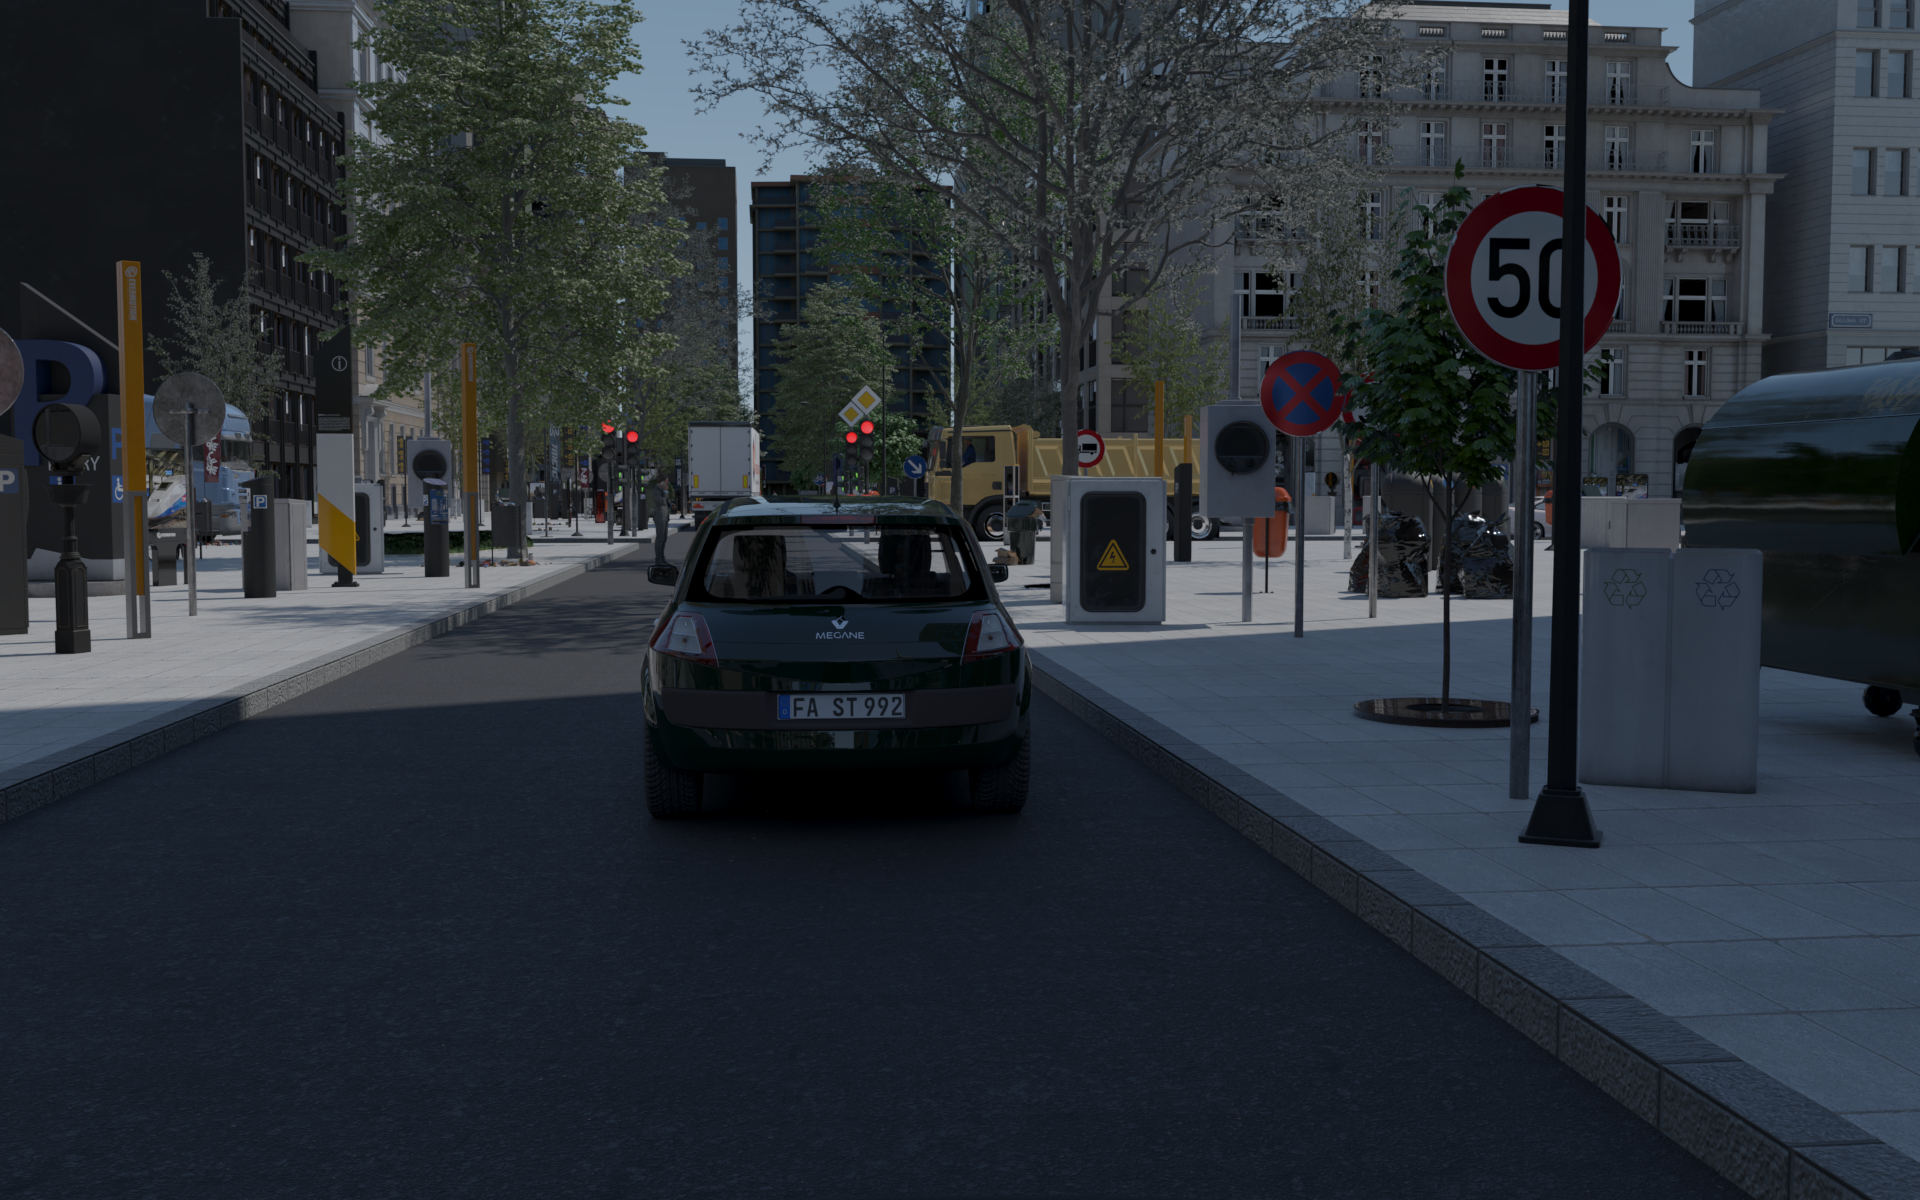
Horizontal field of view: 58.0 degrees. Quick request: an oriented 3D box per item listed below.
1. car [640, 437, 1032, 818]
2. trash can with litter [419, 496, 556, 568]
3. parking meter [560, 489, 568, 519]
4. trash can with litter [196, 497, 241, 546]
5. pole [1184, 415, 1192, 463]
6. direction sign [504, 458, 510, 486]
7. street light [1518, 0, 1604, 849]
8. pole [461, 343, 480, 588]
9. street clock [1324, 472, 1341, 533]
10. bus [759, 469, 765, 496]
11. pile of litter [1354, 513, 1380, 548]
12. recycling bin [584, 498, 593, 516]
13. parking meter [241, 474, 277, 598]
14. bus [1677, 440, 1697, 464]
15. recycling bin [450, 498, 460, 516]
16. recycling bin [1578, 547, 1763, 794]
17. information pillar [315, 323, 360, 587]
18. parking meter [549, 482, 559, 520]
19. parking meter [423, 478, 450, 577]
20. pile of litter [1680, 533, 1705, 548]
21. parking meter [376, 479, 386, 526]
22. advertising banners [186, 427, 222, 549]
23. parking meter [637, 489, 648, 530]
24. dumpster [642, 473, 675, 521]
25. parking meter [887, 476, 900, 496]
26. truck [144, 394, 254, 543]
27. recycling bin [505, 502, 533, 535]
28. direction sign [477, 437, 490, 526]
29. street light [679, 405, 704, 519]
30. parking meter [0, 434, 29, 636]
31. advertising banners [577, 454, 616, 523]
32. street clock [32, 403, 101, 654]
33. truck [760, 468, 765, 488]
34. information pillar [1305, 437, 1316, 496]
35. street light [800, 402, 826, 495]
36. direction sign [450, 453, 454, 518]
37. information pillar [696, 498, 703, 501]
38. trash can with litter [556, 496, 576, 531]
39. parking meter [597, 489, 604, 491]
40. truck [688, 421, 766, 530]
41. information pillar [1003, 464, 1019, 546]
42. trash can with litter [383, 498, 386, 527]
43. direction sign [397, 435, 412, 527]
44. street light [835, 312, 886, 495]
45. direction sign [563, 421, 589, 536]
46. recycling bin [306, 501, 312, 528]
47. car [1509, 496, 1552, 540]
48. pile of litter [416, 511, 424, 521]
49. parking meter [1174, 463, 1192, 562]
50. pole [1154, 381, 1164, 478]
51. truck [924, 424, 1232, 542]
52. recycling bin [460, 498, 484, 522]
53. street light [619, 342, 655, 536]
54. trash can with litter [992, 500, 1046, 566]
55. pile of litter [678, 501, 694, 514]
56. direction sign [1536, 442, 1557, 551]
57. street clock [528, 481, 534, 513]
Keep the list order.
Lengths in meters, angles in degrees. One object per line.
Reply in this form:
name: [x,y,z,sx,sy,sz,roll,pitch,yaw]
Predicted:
car: [-0.677,0.041,9.121,2.009,1.686,4.222,0,4,-5]
trash can with litter: [-8.485,-1.215,30.921,2.233,1.210,1.678,0,4,-8]
parking meter: [-20.135,-4.890,88.369,0.372,1.533,0.369,0,3,0]
trash can with litter: [-18.498,-1.957,43.058,2.233,1.210,1.678,0,4,-6]
pole: [5.913,-3.130,45.016,0.158,3.312,0.155,0,3,0]
direction sign: [-28.249,-7.135,108.652,0.379,3.537,0.876,2,4,34]
street light: [1.696,-2.059,6.205,1.470,5.913,1.316,0,4,-6]
pole: [-6.655,-1.816,23.536,0.158,3.312,0.155,0,3,0]
street clock: [12.277,-3.215,57.132,0.471,2.002,0.358,3,4,38]
bus: [-18.607,-9.821,152.116,2.896,3.916,12.252,0,4,-6]
pile of litter: [10.021,-1.662,41.137,1.176,0.858,1.719,0,4,-4]
recycling bin: [-22.072,-5.585,103.868,0.722,1.027,0.722,-3,5,-39]
parking meter: [-8.676,-0.796,21.432,0.372,1.533,0.369,0,3,0]
bus: [28.148,-3.718,52.331,12.252,3.916,2.896,0,4,-8]
recycling bin: [-29.509,-5.408,100.976,0.722,1.027,0.722,-2,4,-27]
recycling bin: [3.206,0.289,7.822,0.722,1.027,0.722,1,4,23]
information pillar: [-8.574,-1.985,23.817,0.504,3.616,0.183,0,4,-8]
parking meter: [-20.214,-4.928,86.283,0.399,1.863,0.255,-3,4,-39]
parking meter: [-8.106,-1.125,26.807,0.372,1.533,0.369,0,3,0]
pile of litter: [10.138,-0.638,24.397,1.719,0.858,1.176,-1,4,-13]
parking meter: [-23.188,-3.893,69.368,0.255,1.863,0.399,-2,4,-33]
advertising banners: [-18.217,-2.724,40.719,2.074,3.025,0.090,1,4,13]
parking meter: [-11.461,-3.312,62.563,0.372,1.533,0.369,0,3,0]
dumpster: [-13.852,-4.694,79.242,1.502,2.255,1.985,0,4,-6]
parking meter: [-2.177,-3.119,56.705,0.399,1.863,0.255,1,4,9]
truck: [-27.609,-3.379,45.007,18.799,4.110,2.967,0,4,-6]
recycling bin: [-13.834,-2.552,54.274,0.722,1.027,0.722,-2,4,-27]
direction sign: [-19.147,-4.714,69.065,0.876,3.537,0.379,-3,5,-41]
street light: [-14.027,-7.227,90.694,1.470,5.913,1.316,0,4,-6]
parking meter: [-8.724,-0.615,15.770,0.255,1.863,0.399,3,4,36]
advertising banners: [-15.819,-4.893,76.195,2.074,3.025,0.090,1,4,9]
street clock: [-7.164,-0.573,13.931,0.471,2.002,0.358,1,4,15]
truck: [-20.923,-11.167,172.343,2.967,4.110,18.799,0,4,-6]
information pillar: [13.484,-4.619,66.876,0.183,3.616,0.504,-3,5,-43]
street light: [-7.370,-7.029,87.473,1.470,5.913,1.316,0,4,-6]
direction sign: [-26.995,-6.085,91.485,0.876,3.537,0.379,3,5,41]
information pillar: [-16.256,-7.149,108.243,0.504,3.616,0.183,-1,4,-20]
trash can with litter: [-14.760,-2.995,60.031,2.233,1.210,1.678,-3,5,-42]
parking meter: [-19.434,-5.218,93.722,0.372,1.533,0.369,0,3,0]
truck: [-9.693,-5.109,72.447,2.839,4.237,11.283,0,4,-5]
information pillar: [1.278,-2.365,43.152,0.304,2.012,0.304,2,4,26]
trash can with litter: [-22.322,-3.321,65.692,1.055,1.170,0.624,0,4,2]
direction sign: [-21.567,-4.609,67.353,0.379,3.537,0.876,1,4,21]
street light: [-2.493,-4.395,44.399,1.470,5.913,1.316,0,4,-6]
direction sign: [-11.630,-3.701,52.501,0.379,3.537,0.876,3,5,43]
recycling bin: [-25.205,-3.268,65.984,0.722,1.027,0.722,3,5,41]
car: [17.910,-2.390,51.435,4.827,1.381,2.083,0,4,-6]
pile of litter: [-25.297,-4.225,83.048,1.719,0.858,1.176,-2,4,-31]
parking meter: [4.231,-1.662,32.882,0.255,1.863,0.399,-1,4,-11]
pole: [3.595,-2.291,31.302,0.158,3.312,0.155,0,3,0]
truck: [3.027,-3.279,49.541,9.791,3.379,3.469,0,4,-5]
recycling bin: [-22.097,-4.044,78.675,0.722,1.027,0.722,1,4,12]
street light: [-9.664,-4.892,52.521,1.470,5.913,1.316,0,4,-6]
trash can with litter: [1.053,-1.217,31.277,0.624,1.170,1.055,2,4,32]
pile of litter: [-17.770,-5.996,111.995,1.176,0.858,1.719,-1,4,-9]
direction sign: [13.433,-2.883,39.141,0.876,3.537,0.379,3,5,40]
street clock: [-24.267,-5.725,98.180,0.358,2.002,0.471,1,4,18]
